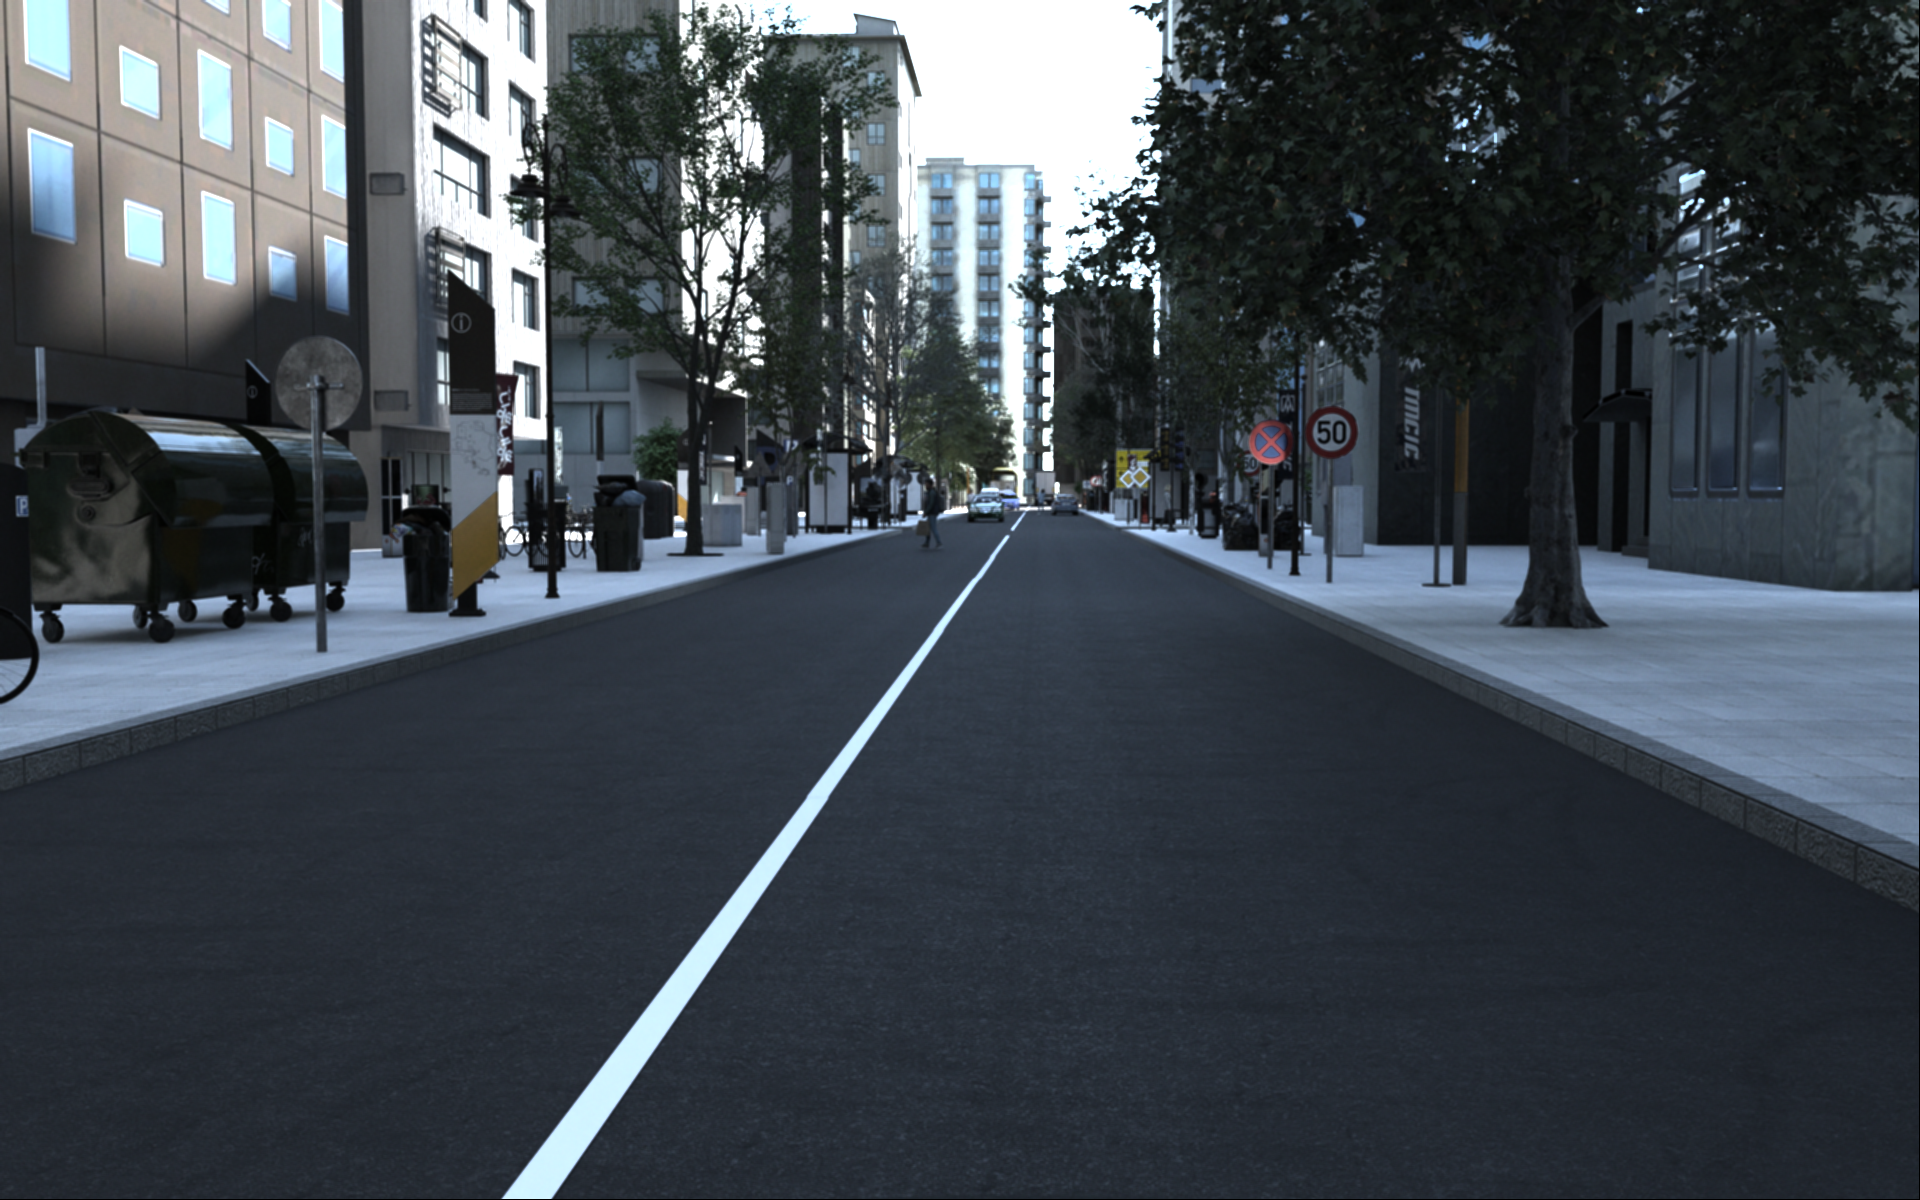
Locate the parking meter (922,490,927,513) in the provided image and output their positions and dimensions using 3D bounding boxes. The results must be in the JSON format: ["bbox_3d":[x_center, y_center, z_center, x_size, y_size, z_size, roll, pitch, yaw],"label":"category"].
[{"bbox_3d":[-2.702,-7.558,131.983,0.372,1.533,0.369,0,3,0],"label":"parking meter"}]

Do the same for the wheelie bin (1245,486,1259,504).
[{"bbox_3d":[11.972,-3.777,69.655,0.980,1.594,0.693,-1,4,-11],"label":"wheelie bin"}]

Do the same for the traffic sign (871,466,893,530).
[{"bbox_3d":[-2.780,-3.573,62.055,0.795,2.450,0.064,0,4,3],"label":"traffic sign"}]

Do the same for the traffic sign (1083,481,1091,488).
[{"bbox_3d":[9.633,-7.906,131.393,0.606,2.300,0.079,0,4,7],"label":"traffic sign"}]

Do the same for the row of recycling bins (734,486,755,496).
[{"bbox_3d":[-14.055,-6.282,109.821,3.534,1.692,1.069,1,4,14],"label":"row of recycling bins"}]

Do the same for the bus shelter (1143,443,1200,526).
[{"bbox_3d":[8.685,-4.731,71.275,2.014,3.302,5.546,0,4,3],"label":"bus shelter"}]

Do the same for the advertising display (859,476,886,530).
[{"bbox_3d":[-3.138,-3.491,62.288,0.974,1.923,0.123,0,4,2],"label":"advertising display"}]

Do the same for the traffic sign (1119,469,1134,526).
[{"bbox_3d":[6.766,-4.034,69.597,0.795,2.450,0.064,0,4,3],"label":"traffic sign"}]

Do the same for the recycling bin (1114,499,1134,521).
[{"bbox_3d":[7.993,-4.389,84.309,0.722,1.027,0.722,3,5,39],"label":"recycling bin"}]

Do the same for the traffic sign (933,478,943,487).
[{"bbox_3d":[-1.687,-7.857,128.466,0.884,2.594,0.081,1,4,11],"label":"traffic sign"}]

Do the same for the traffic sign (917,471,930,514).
[{"bbox_3d":[-2.044,-5.922,96.934,0.768,2.556,0.104,0,4,7],"label":"traffic sign"}]

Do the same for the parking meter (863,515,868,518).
[{"bbox_3d":[-5.045,-5.202,93.462,0.372,1.533,0.369,0,3,0],"label":"parking meter"}]

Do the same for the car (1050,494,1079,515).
[{"bbox_3d":[7.144,-6.498,118.247,2.014,1.417,4.499,0,4,1],"label":"car"}]

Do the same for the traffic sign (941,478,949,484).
[{"bbox_3d":[-1.244,-8.364,136.865,0.768,2.556,0.104,1,4,9],"label":"traffic sign"}]

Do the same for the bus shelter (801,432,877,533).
[{"bbox_3d":[-4.197,-3.986,59.092,2.014,3.302,5.546,0,4,3],"label":"bus shelter"}]

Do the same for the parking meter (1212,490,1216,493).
[{"bbox_3d":[15.530,-5.935,105.444,0.372,1.533,0.369,0,3,0],"label":"parking meter"}]

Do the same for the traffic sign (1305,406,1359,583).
[{"bbox_3d":[5.353,-1.524,25.029,0.768,2.556,0.104,0,4,4],"label":"traffic sign"}]

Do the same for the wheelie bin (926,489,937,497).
[{"bbox_3d":[-1.865,-6.570,115.320,0.980,1.594,0.693,-3,5,-45],"label":"wheelie bin"}]

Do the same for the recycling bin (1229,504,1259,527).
[{"bbox_3d":[7.302,-1.920,43.939,0.722,1.027,0.722,3,5,39],"label":"recycling bin"}]

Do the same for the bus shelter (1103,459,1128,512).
[{"bbox_3d":[10.785,-7.860,119.800,1.731,3.624,6.357,0,4,3],"label":"bus shelter"}]

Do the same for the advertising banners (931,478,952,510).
[{"bbox_3d":[-1.489,-8.851,140.908,2.074,3.025,0.090,2,4,28],"label":"advertising banners"}]

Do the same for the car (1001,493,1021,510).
[{"bbox_3d":[4.554,-9.037,157.349,1.945,1.707,3.694,0,4,1],"label":"car"}]

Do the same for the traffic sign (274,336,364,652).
[{"bbox_3d":[-5.188,-0.850,14.004,0.768,2.556,0.104,0,4,8],"label":"traffic sign"}]

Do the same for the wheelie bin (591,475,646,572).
[{"bbox_3d":[-5.680,-1.275,28.758,0.980,1.594,0.693,1,4,10],"label":"wheelie bin"}]

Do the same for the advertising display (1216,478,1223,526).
[{"bbox_3d":[10.534,-3.958,69.932,0.123,1.923,0.974,2,4,26],"label":"advertising display"}]

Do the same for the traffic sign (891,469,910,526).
[{"bbox_3d":[-2.418,-4.061,70.032,0.795,2.450,0.064,0,4,3],"label":"traffic sign"}]

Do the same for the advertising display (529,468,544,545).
[{"bbox_3d":[-10.682,-2.353,43.687,0.123,1.923,0.974,0,4,0],"label":"advertising display"}]

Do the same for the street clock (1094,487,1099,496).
[{"bbox_3d":[11.359,-8.538,144.167,0.358,2.002,0.471,-2,4,-31],"label":"street clock"}]

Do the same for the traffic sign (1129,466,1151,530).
[{"bbox_3d":[6.404,-3.546,61.620,0.795,2.450,0.064,0,4,3],"label":"traffic sign"}]

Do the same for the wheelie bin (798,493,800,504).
[{"bbox_3d":[-8.658,-4.956,88.936,0.980,1.594,0.693,3,4,37],"label":"wheelie bin"}]

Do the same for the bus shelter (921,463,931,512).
[{"bbox_3d":[-2.976,-6.982,108.087,2.014,3.302,5.546,0,4,3],"label":"bus shelter"}]

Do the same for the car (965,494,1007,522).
[{"bbox_3d":[1.368,-4.771,89.800,2.131,1.459,4.920,0,4,3],"label":"car"}]

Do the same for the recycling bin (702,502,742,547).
[{"bbox_3d":[-5.852,-1.838,42.603,0.722,1.027,0.722,3,4,37],"label":"recycling bin"}]

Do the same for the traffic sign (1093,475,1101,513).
[{"bbox_3d":[9.303,-7.061,115.456,0.884,2.594,0.081,1,4,12],"label":"traffic sign"}]

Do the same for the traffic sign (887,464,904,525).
[{"bbox_3d":[-2.729,-4.441,72.721,0.768,2.556,0.104,0,4,4],"label":"traffic sign"}]

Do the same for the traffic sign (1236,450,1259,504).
[{"bbox_3d":[8.351,-3.055,50.052,0.768,2.556,0.104,0,4,8],"label":"traffic sign"}]

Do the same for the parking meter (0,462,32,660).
[{"bbox_3d":[-7.462,-0.312,13.506,0.372,1.533,0.369,0,3,0],"label":"parking meter"}]

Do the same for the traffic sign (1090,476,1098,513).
[{"bbox_3d":[9.321,-7.272,119.007,0.768,2.556,0.104,0,4,4],"label":"traffic sign"}]

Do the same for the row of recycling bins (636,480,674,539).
[{"bbox_3d":[-9.062,-2.673,50.813,1.069,1.692,3.534,0,4,-1],"label":"row of recycling bins"}]

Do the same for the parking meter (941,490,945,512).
[{"bbox_3d":[-1.249,-6.956,122.148,0.372,1.533,0.369,0,3,0],"label":"parking meter"}]

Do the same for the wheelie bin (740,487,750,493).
[{"bbox_3d":[-9.859,-4.452,80.697,0.980,1.594,0.693,1,4,11],"label":"wheelie bin"}]

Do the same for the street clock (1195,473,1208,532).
[{"bbox_3d":[8.232,-3.345,59.260,0.358,2.002,0.471,-3,5,-43],"label":"street clock"}]

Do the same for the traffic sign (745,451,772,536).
[{"bbox_3d":[-6.067,-3.204,52.386,0.884,2.594,0.081,0,4,7],"label":"traffic sign"}]

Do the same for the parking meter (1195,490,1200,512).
[{"bbox_3d":[15.866,-6.548,115.466,0.372,1.533,0.369,0,3,0],"label":"parking meter"}]

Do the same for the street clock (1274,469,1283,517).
[{"bbox_3d":[9.277,-2.845,51.094,0.471,2.002,0.358,-1,4,-15],"label":"street clock"}]

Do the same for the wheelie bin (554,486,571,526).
[{"bbox_3d":[-16.235,-3.819,70.342,0.980,1.594,0.693,0,4,1],"label":"wheelie bin"}]

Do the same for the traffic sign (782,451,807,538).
[{"bbox_3d":[-4.859,-3.093,50.679,0.768,2.556,0.104,0,4,4],"label":"traffic sign"}]

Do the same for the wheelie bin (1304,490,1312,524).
[{"bbox_3d":[15.261,-4.087,74.735,0.980,1.594,0.693,1,4,9],"label":"wheelie bin"}]

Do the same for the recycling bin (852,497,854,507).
[{"bbox_3d":[-8.207,-7.450,134.359,0.722,1.027,0.722,2,4,26],"label":"recycling bin"}]

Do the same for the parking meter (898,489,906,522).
[{"bbox_3d":[-2.708,-4.421,80.701,0.372,1.533,0.369,0,3,0],"label":"parking meter"}]

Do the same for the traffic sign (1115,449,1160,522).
[{"bbox_3d":[8.203,-5.196,78.834,2.265,3.308,0.079,0,4,4],"label":"traffic sign"}]

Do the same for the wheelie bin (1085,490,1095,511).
[{"bbox_3d":[10.014,-7.625,132.569,0.693,1.594,0.980,-2,4,-33],"label":"wheelie bin"}]

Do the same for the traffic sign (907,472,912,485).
[{"bbox_3d":[-3.037,-5.881,96.262,0.768,2.556,0.104,0,4,4],"label":"traffic sign"}]

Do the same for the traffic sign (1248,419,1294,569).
[{"bbox_3d":[5.326,-1.810,29.699,0.768,2.556,0.104,1,4,9],"label":"traffic sign"}]

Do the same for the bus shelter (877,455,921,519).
[{"bbox_3d":[-3.388,-5.974,91.598,2.014,3.302,5.546,0,4,3],"label":"bus shelter"}]

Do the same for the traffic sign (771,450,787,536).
[{"bbox_3d":[-5.189,-3.150,51.506,0.884,2.594,0.081,1,4,12],"label":"traffic sign"}]
